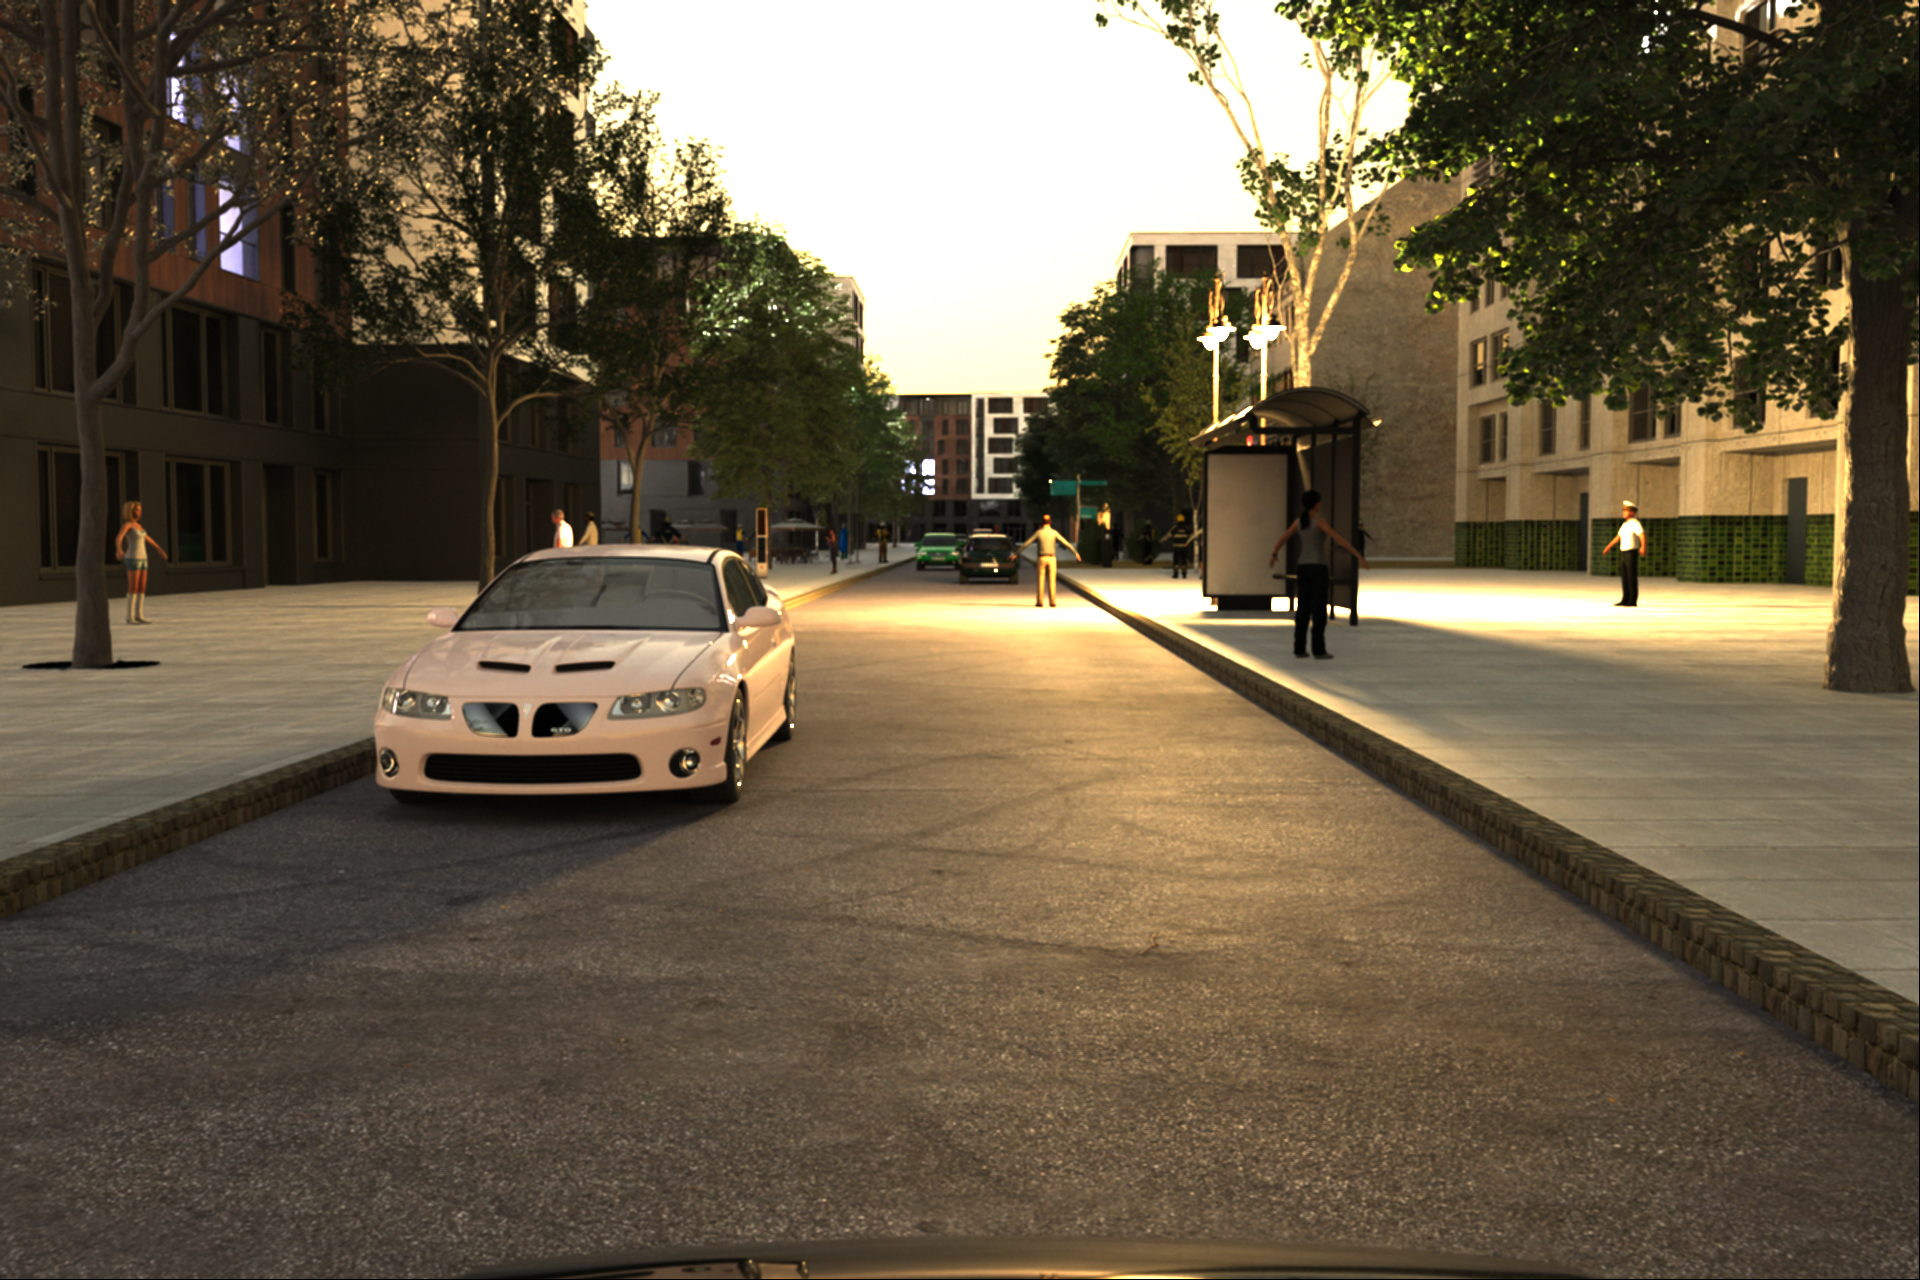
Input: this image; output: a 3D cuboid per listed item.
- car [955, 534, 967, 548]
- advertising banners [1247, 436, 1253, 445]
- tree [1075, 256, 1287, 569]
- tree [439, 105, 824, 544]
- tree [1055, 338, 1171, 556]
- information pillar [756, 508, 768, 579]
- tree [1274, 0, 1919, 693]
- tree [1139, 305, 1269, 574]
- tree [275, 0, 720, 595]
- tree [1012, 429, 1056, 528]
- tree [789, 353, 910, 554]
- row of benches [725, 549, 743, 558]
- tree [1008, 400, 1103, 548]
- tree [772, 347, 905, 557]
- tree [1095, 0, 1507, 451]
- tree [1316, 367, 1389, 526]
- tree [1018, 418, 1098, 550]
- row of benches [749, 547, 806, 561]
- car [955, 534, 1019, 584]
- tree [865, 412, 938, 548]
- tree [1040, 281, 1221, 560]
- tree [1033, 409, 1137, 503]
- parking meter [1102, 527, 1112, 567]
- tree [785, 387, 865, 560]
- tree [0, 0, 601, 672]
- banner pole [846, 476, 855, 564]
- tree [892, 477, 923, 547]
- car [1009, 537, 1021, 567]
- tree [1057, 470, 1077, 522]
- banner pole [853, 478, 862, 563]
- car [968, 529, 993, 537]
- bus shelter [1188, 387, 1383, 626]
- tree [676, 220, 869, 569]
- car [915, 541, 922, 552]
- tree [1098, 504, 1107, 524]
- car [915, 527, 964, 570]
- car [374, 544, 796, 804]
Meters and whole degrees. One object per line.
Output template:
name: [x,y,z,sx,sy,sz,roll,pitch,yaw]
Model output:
car: [-0.063,-9.383,163.205,2.009,1.686,4.222,0,4,1]
advertising banners: [4.995,-2.111,30.708,0.090,3.025,2.074,0,4,1]
tree: [8.114,-8.454,63.977,9.928,11.665,9.643,0,3,0]
tree: [-7.361,-6.361,38.416,8.767,10.594,7.601,0,4,-8]
tree: [8.967,-11.054,98.858,7.486,12.596,7.792,0,3,0]
information pillar: [-5.675,-2.765,49.696,0.304,2.012,0.304,0,4,0]
tree: [7.385,-6.561,13.923,9.857,13.997,8.962,0,3,0]
tree: [7.635,-6.420,55.335,4.737,8.622,4.395,0,3,0]
tree: [-7.412,-5.721,27.948,7.601,10.594,8.767,-1,4,-14]
tree: [8.882,-14.871,168.900,9.928,11.665,9.643,0,3,0]
tree: [-6.998,-11.685,109.183,7.486,12.596,7.792,0,3,0]
row of benches: [-10.110,-3.307,69.538,1.422,0.672,4.104,2,4,26]
tree: [9.294,-15.456,159.364,9.857,13.997,8.962,0,3,0]
tree: [-6.915,-10.445,96.525,9.928,11.665,9.643,0,3,0]
tree: [9.488,-11.260,39.994,12.611,20.169,13.585,0,3,0]
tree: [17.276,-7.661,75.622,4.360,8.622,3.978,0,3,0]
tree: [7.986,-12.446,137.899,7.601,10.594,8.767,1,4,8]
row of benches: [-8.682,-4.137,83.105,1.422,0.672,4.104,2,4,28]
car: [0.843,-2.506,50.765,2.009,1.686,4.222,0,4,1]
tree: [-5.879,-14.774,159.677,7.486,12.596,7.792,0,3,0]
tree: [8.351,-10.965,85.930,9.857,13.997,8.962,0,3,0]
tree: [8.143,-10.783,110.719,7.601,10.594,8.767,1,4,14]
parking meter: [5.668,-3.564,66.684,0.372,1.533,0.369,0,3,0]
tree: [-6.810,-8.246,85.188,4.737,8.622,4.395,0,3,0]
tree: [-8.204,-6.479,16.302,12.009,13.543,11.850,0,3,0]
banner pole: [-4.695,-5.152,74.250,0.401,3.779,0.863,0,4,0]
tree: [-5.780,-13.413,169.670,4.737,8.622,4.395,0,3,0]
car: [1.706,-3.848,75.503,1.945,1.354,3.894,0,4,0]
tree: [8.710,-10.627,124.118,4.737,8.622,4.395,0,3,0]
banner pole: [-4.617,-5.385,78.062,0.401,3.779,0.863,0,3,0]
car: [1.736,-7.424,130.057,2.281,1.827,5.304,0,4,1]
bus shelter: [4.837,-2.000,26.616,2.014,3.302,5.546,0,4,1]
tree: [-6.918,-8.883,63.371,7.486,12.596,7.792,0,3,0]
car: [-1.242,-4.445,85.263,1.945,1.354,3.894,0,4,1]
tree: [21.420,-18.908,259.513,4.360,8.622,3.978,0,3,0]
car: [-0.816,-3.716,69.547,1.959,1.807,4.718,0,4,1]
car: [-2.088,0.100,10.723,2.083,1.381,4.827,0,4,0]
